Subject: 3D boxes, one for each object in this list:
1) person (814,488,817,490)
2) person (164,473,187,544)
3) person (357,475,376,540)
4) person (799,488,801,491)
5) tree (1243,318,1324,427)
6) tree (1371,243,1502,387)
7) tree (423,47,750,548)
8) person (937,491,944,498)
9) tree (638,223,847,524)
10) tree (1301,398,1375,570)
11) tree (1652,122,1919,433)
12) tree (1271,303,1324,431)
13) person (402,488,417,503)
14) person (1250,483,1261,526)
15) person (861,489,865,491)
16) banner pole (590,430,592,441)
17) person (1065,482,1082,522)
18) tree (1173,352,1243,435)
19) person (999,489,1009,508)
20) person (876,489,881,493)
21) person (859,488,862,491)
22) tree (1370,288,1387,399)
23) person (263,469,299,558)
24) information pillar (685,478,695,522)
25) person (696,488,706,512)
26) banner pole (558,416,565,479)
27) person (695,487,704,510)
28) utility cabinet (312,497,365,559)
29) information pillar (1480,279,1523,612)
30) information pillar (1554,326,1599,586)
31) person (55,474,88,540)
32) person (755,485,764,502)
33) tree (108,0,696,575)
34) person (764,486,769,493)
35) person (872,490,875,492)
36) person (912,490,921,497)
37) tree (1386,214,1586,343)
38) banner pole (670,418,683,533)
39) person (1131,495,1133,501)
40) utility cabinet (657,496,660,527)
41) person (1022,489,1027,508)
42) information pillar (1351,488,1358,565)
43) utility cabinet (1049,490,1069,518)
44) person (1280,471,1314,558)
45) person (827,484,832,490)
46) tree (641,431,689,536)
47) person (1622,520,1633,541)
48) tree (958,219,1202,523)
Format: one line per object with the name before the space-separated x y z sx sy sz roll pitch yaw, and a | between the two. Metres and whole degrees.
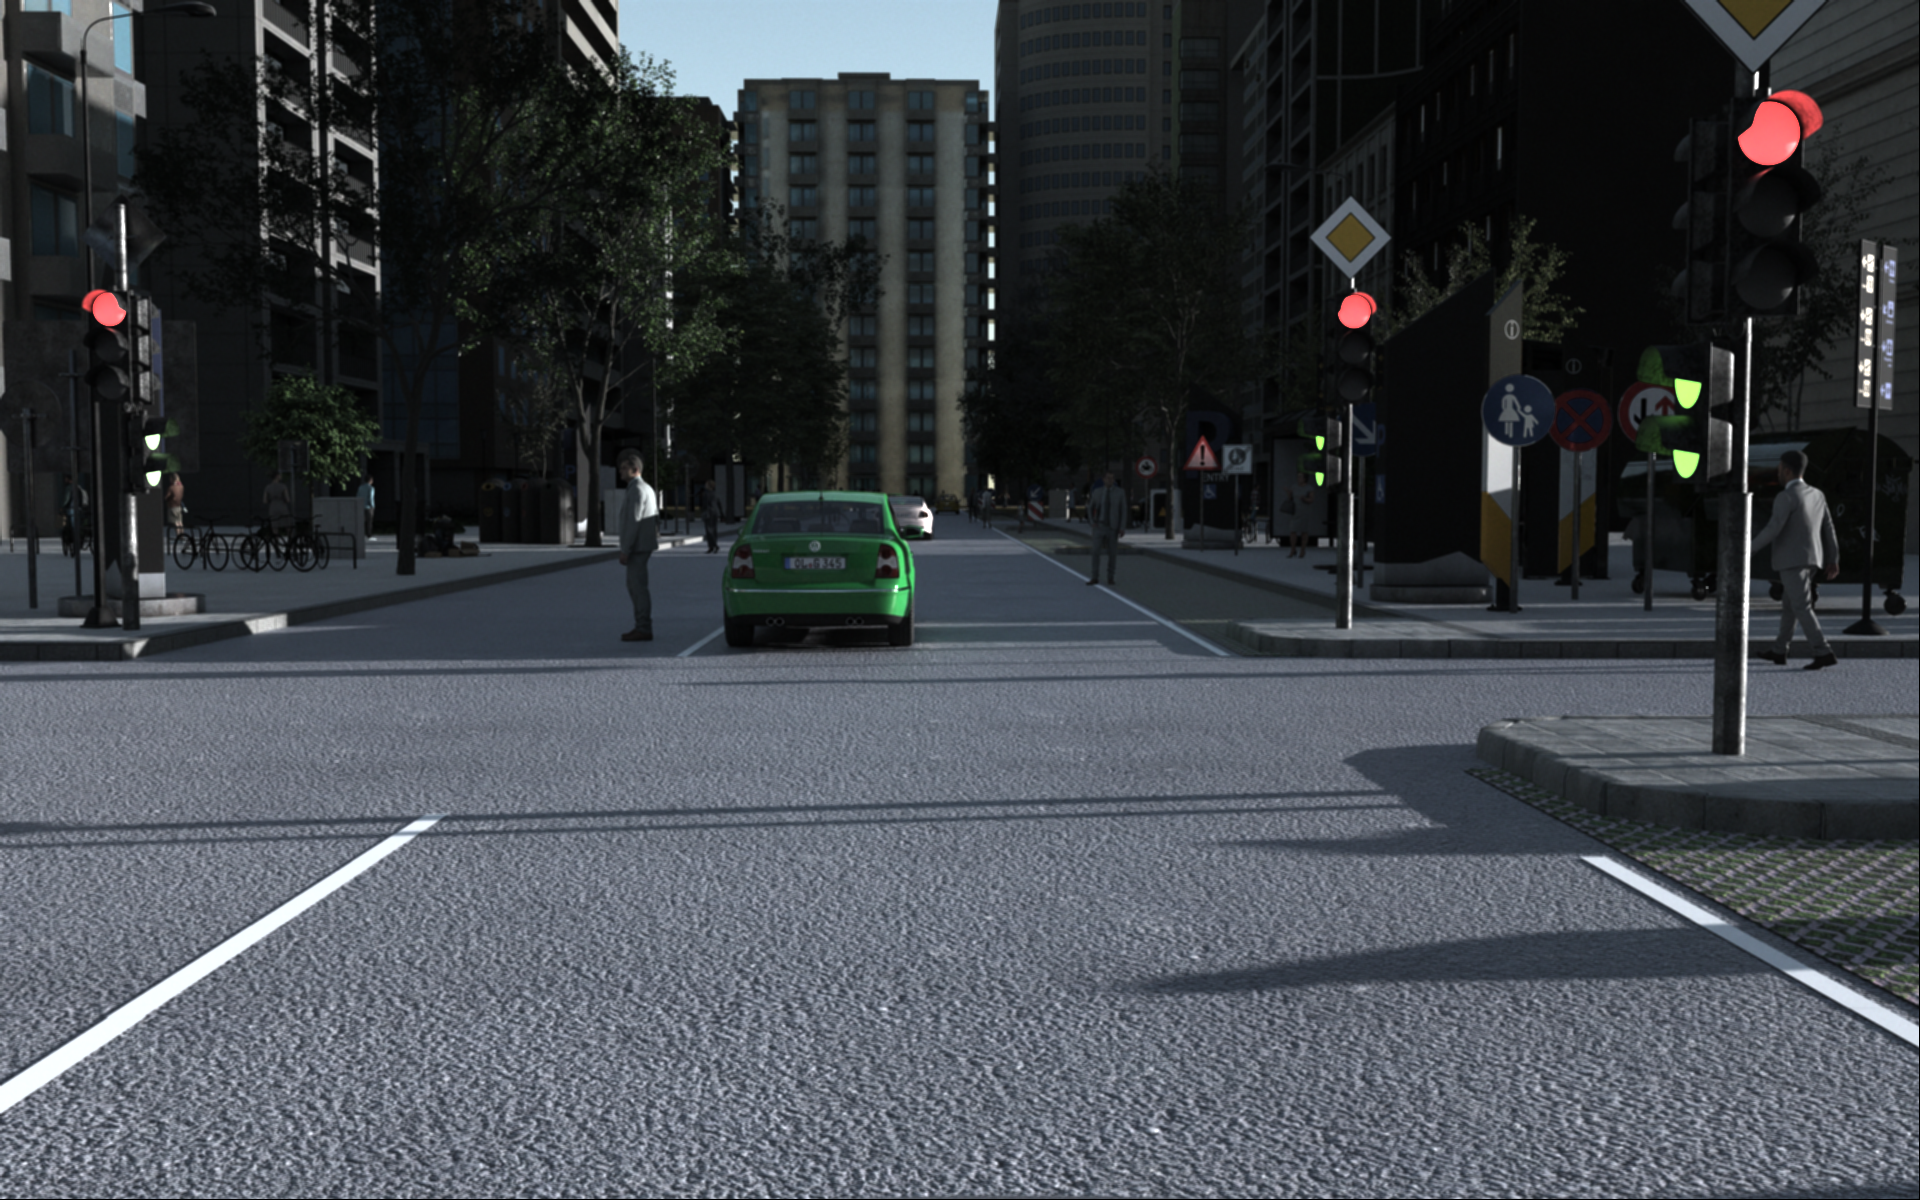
person | -10.257 -7.147 123.603 1.217 1.736 0.721 3 5 44
person | -20.427 -2.391 45.105 0.573 1.828 0.580 -3 4 -39
person | -16.556 -2.572 48.111 0.660 1.820 0.620 1 4 23
person | -11.826 -7.424 127.971 0.434 1.755 0.990 -1 4 -22
tree | 14.948 -7.477 72.615 4.360 8.622 3.978 0 3 0
tree | 13.795 -6.122 50.457 4.360 8.622 3.978 0 3 0
tree | -8.899 -7.072 41.390 9.928 11.665 9.643 0 3 0
person | -1.397 -8.277 144.616 1.217 1.735 0.721 0 4 -1
tree | -10.160 -9.486 73.226 7.486 12.596 7.792 0 3 0
tree | 6.524 -2.128 29.401 1.663 3.219 1.824 0 3 0
tree | 16.448 -5.159 34.710 4.360 8.622 3.978 0 3 0
tree | 13.812 -7.085 66.199 4.737 8.622 4.395 0 3 0
person | -20.361 -3.543 64.060 0.616 1.811 0.778 1 4 20
person | 11.736 -3.802 69.037 0.643 1.720 0.563 0 4 -6
person | -5.305 -5.323 96.352 1.217 1.723 0.721 3 5 44
banner pole | -12.670 -4.251 59.527 0.863 3.779 0.401 -2 4 -30
person | 5.130 -4.431 78.577 0.778 1.811 0.616 -1 4 -12
tree | 12.575 -8.448 88.482 4.360 8.622 3.978 0 3 0
person | 3.946 -9.096 155.478 1.217 1.735 0.721 3 5 43
person | -4.785 -5.790 103.885 0.721 1.735 1.217 1 4 22
person | -5.589 -5.587 100.380 0.750 1.759 0.617 2 4 25
tree | 15.056 -6.675 59.494 4.737 8.622 4.395 0 3 0
person | -13.590 -1.729 34.658 0.599 1.781 0.374 0 4 -6
information pillar | -12.397 -4.589 79.522 0.304 2.012 0.304 2 4 31
person | -18.937 -7.375 127.326 1.217 1.736 0.721 3 5 41
banner pole | -12.810 -4.022 55.770 0.401 3.779 0.863 -2 4 -27
person | -20.852 -8.190 139.904 1.348 1.831 0.705 0 4 -2
utility cabinet | -12.292 -1.412 34.255 1.020 1.237 0.306 1 4 17
information pillar | 5.911 -1.684 18.889 0.504 3.616 0.183 -2 4 -28
information pillar | 8.628 -2.010 24.213 0.504 3.616 0.183 0 4 7
person | -23.885 -2.476 46.512 0.713 1.824 0.794 2 4 30
person | -11.753 -5.871 101.906 0.599 1.838 0.709 -1 4 -11
tree | -8.667 -5.657 26.899 8.767 10.594 7.601 -2 4 -28
person | -13.343 -6.892 118.692 0.705 1.831 1.348 2 4 24
person | -6.319 -7.288 128.379 0.721 1.735 1.217 1 4 14
person | -3.276 -7.247 127.816 1.217 1.723 0.721 -1 4 -15
tree | 13.961 -5.796 45.129 4.737 8.622 4.395 0 3 0
banner pole | -9.460 -4.118 57.353 0.401 3.779 0.863 -2 4 -26
person | 15.655 -9.309 158.688 0.568 1.767 0.683 -3 4 -36
utility cabinet | -12.230 -3.505 68.474 0.306 1.237 1.020 -3 4 -39
person | 5.670 -8.507 145.841 1.217 1.735 0.721 3 4 38
information pillar | 7.045 -1.622 31.007 0.304 2.012 0.304 1 4 10
utility cabinet | 5.185 -5.018 90.719 0.318 1.500 1.173 -3 5 -44
person | 6.721 -1.734 34.748 0.716 1.782 0.532 3 4 37
person | -5.028 -3.524 66.087 0.622 1.834 0.822 -1 4 -12
tree | -9.283 -3.591 53.318 1.663 3.219 1.824 0 3 0
person | 19.159 -2.562 48.156 1.509 1.804 0.699 0 4 -8
tree | 5.863 -10.205 77.220 12.009 13.543 11.850 0 3 0
